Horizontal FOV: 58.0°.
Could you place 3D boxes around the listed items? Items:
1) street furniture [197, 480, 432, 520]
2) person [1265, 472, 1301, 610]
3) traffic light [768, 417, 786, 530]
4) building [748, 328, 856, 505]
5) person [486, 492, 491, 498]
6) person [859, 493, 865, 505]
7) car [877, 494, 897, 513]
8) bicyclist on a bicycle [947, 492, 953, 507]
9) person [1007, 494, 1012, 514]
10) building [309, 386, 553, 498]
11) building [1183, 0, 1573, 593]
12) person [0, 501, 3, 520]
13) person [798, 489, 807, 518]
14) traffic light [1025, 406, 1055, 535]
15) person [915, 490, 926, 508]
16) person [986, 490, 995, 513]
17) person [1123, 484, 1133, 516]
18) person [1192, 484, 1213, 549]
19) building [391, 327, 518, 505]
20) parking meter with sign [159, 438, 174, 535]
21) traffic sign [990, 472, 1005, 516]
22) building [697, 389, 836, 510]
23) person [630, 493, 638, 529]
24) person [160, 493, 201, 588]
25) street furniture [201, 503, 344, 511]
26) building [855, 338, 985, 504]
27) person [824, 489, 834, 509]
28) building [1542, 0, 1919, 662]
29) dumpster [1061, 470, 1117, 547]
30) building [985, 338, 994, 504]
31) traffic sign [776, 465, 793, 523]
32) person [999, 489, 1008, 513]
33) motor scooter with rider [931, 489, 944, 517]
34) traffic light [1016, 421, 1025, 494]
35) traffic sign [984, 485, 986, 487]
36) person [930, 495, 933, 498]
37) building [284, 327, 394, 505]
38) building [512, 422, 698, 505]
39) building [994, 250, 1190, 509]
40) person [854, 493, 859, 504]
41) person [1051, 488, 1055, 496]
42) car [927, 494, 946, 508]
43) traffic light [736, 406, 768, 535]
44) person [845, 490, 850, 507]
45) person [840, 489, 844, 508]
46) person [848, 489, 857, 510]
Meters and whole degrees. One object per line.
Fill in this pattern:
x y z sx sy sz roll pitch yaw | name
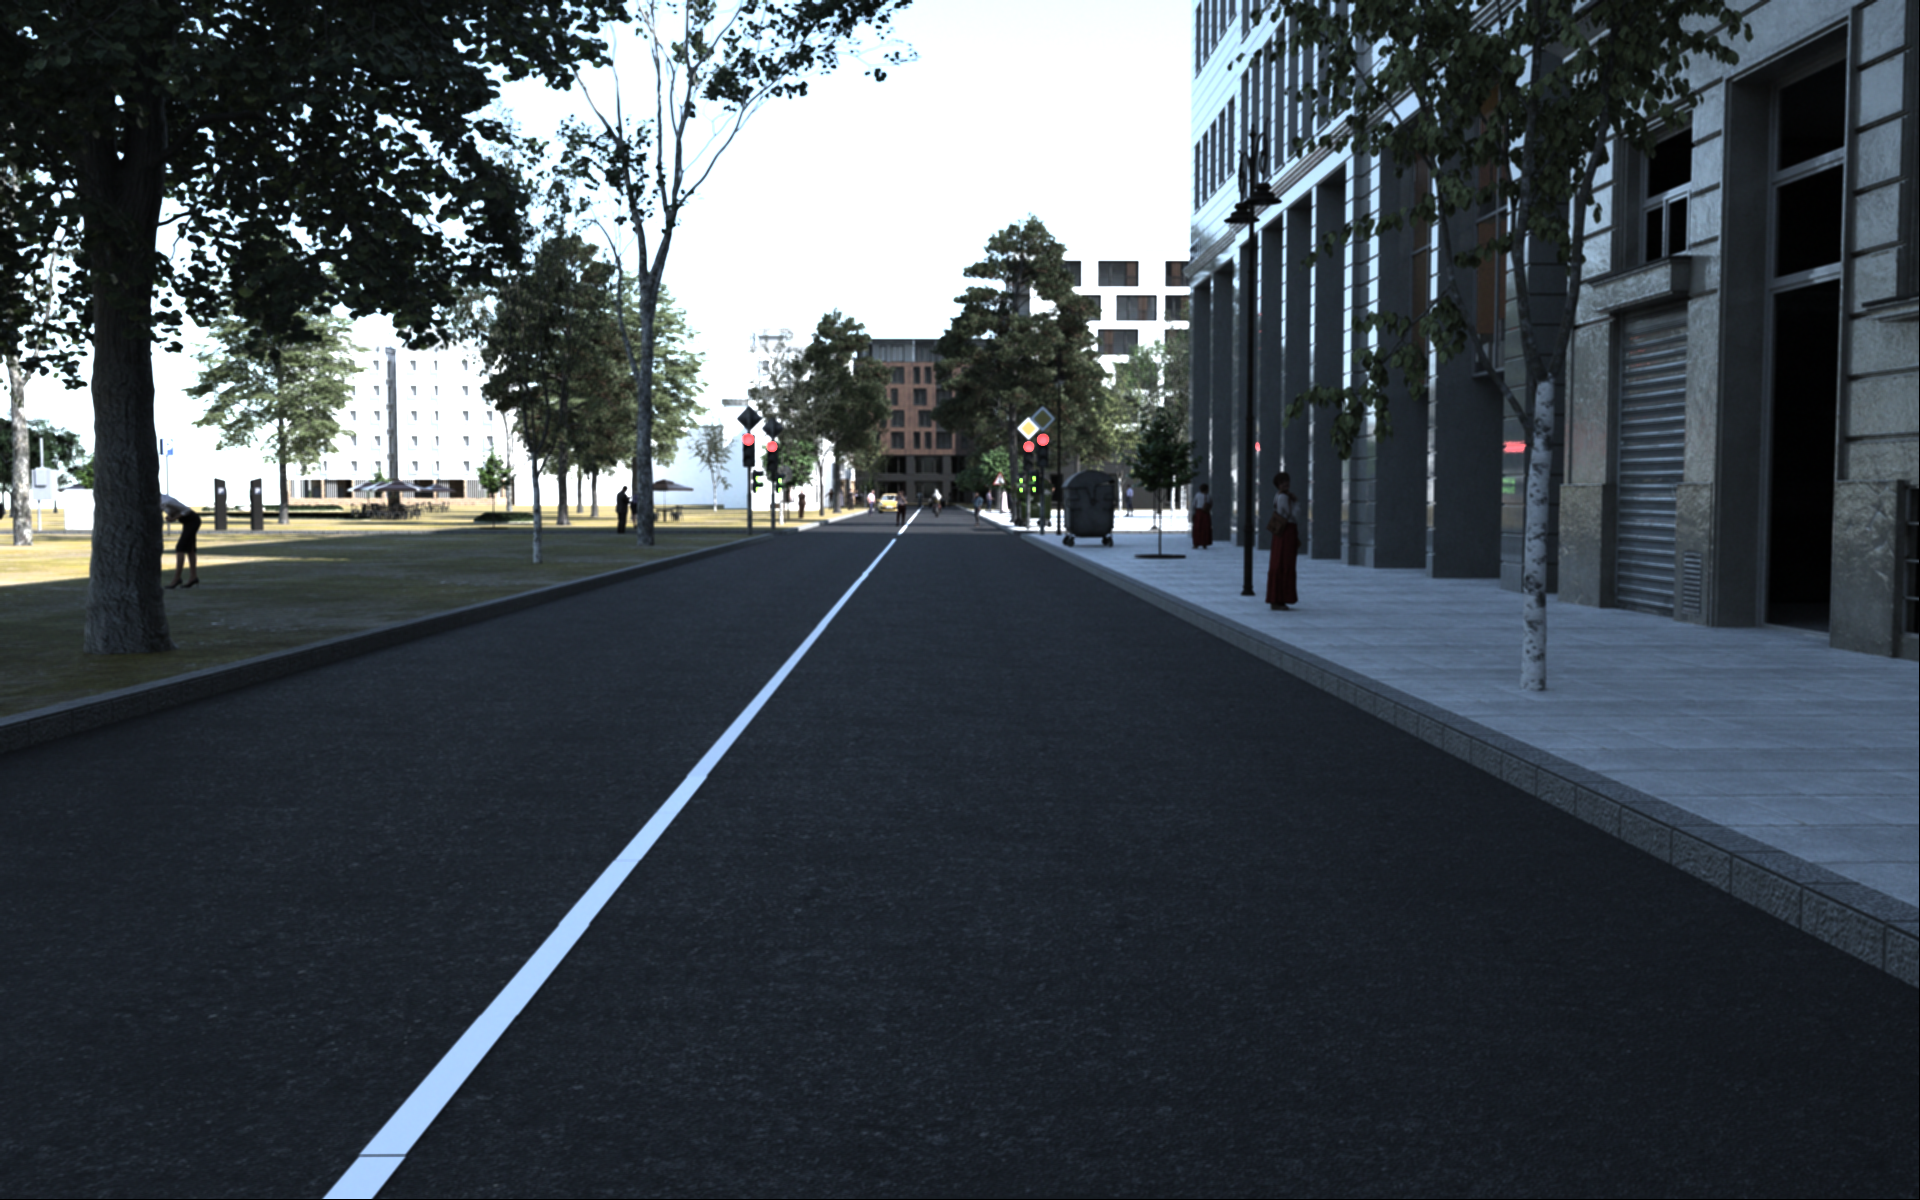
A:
-36.466 -5.567 96.041 14.083 1.986 27.439 -1 4 -19 | street furniture
3.583 -0.652 19.165 0.387 1.526 0.523 1 4 10 | person
-6.715 -4.470 62.324 0.839 4.213 0.868 0 4 -1 | traffic light
-18.397 -21.196 202.974 11.380 20.091 16.016 0 4 -1 | building
-58.468 -12.634 215.778 1.217 1.736 0.721 0 4 -2 | person
-11.552 -11.885 203.546 0.628 1.438 0.799 2 4 25 | person
-5.231 -7.346 130.330 2.015 1.641 3.980 0 4 0 | car
-1.026 -10.143 175.864 1.499 1.676 1.625 0 4 -1 | bicyclist on a bicycle
3.241 -6.404 111.445 0.504 1.737 0.576 1 4 20 | person
-69.093 -22.334 231.626 31.486 18.905 16.747 0 4 -1 | building
12.415 -15.828 36.287 11.434 29.767 29.804 0 4 -1 | building
-6.063 -0.213 10.342 0.431 1.722 0.655 1 4 22 | person
-8.446 -5.163 92.734 0.482 1.546 0.388 -1 4 -9 | person
2.571 -3.991 54.500 0.839 4.213 0.868 0 4 -1 | traffic light
-4.040 -10.182 175.051 1.350 1.814 0.705 2 4 33 | person
2.045 -6.865 120.241 0.435 1.587 0.963 -2 4 -29 | person
9.713 -5.783 100.471 0.599 1.838 0.709 3 4 36 | person
5.666 -1.960 40.560 0.523 1.526 0.387 2 4 30 | person
-57.843 -21.163 202.429 11.380 20.091 16.016 0 4 -1 | building
-25.527 -3.546 54.246 1.738 3.016 0.543 1 4 14 | parking meter with sign
2.344 -6.190 101.202 0.884 2.594 0.081 0 4 5 | traffic sign
-16.353 -12.829 151.905 9.099 9.664 28.070 0 4 -1 | building
-11.945 -3.356 64.144 0.421 1.427 0.697 -2 4 -35 | person
-10.734 -0.876 23.550 0.628 1.438 0.799 1 4 11 | person
-52.008 -7.054 130.958 10.072 0.657 5.734 -1 4 -17 | street furniture
2.390 -24.090 237.840 32.646 21.610 27.936 0 4 -1 | building
-10.828 -8.448 144.996 1.217 1.723 0.721 -2 4 -31 | person
14.654 -10.563 5.984 16.112 22.955 30.059 0 4 -1 | building
3.184 -2.260 42.712 1.264 1.857 1.865 0 4 -1 | dumpster
17.645 -21.465 194.921 27.936 21.610 32.646 0 4 -1 | building
-7.761 -4.678 76.586 0.768 2.556 0.104 0 4 3 | traffic sign
2.981 -6.920 119.855 0.621 1.740 0.551 0 4 -4 | person
-1.418 -6.127 109.148 0.876 1.779 1.986 0 4 1 | motor scooter with rider
2.445 -4.480 62.485 0.839 4.213 0.868 0 4 -1 | traffic light
2.255 -7.877 128.785 0.884 2.594 0.081 0 4 0 | traffic sign
-2.532 -10.412 178.753 1.348 1.821 0.705 0 4 -8 | person
-70.376 -21.145 202.138 11.380 20.091 16.016 0 4 -1 | building
-38.179 -16.183 206.739 28.070 9.664 9.099 0 4 -1 | building
17.999 -19.416 161.421 27.936 21.610 32.646 0 4 -1 | building
-12.887 -12.572 214.835 0.697 1.427 0.421 3 5 43 | person
4.404 -4.767 84.784 0.742 1.727 0.445 3 4 39 | person
-2.484 -10.706 184.823 2.009 1.686 4.222 0 4 -2 | car
-6.588 -3.981 54.340 0.839 4.213 0.868 0 4 -1 | traffic light
-11.029 -10.124 172.249 1.217 1.739 0.721 3 5 44 | person
-11.126 -9.503 162.082 0.621 1.740 0.551 1 4 13 | person
-8.708 -8.156 140.191 0.742 1.727 0.445 -2 4 -28 | person
